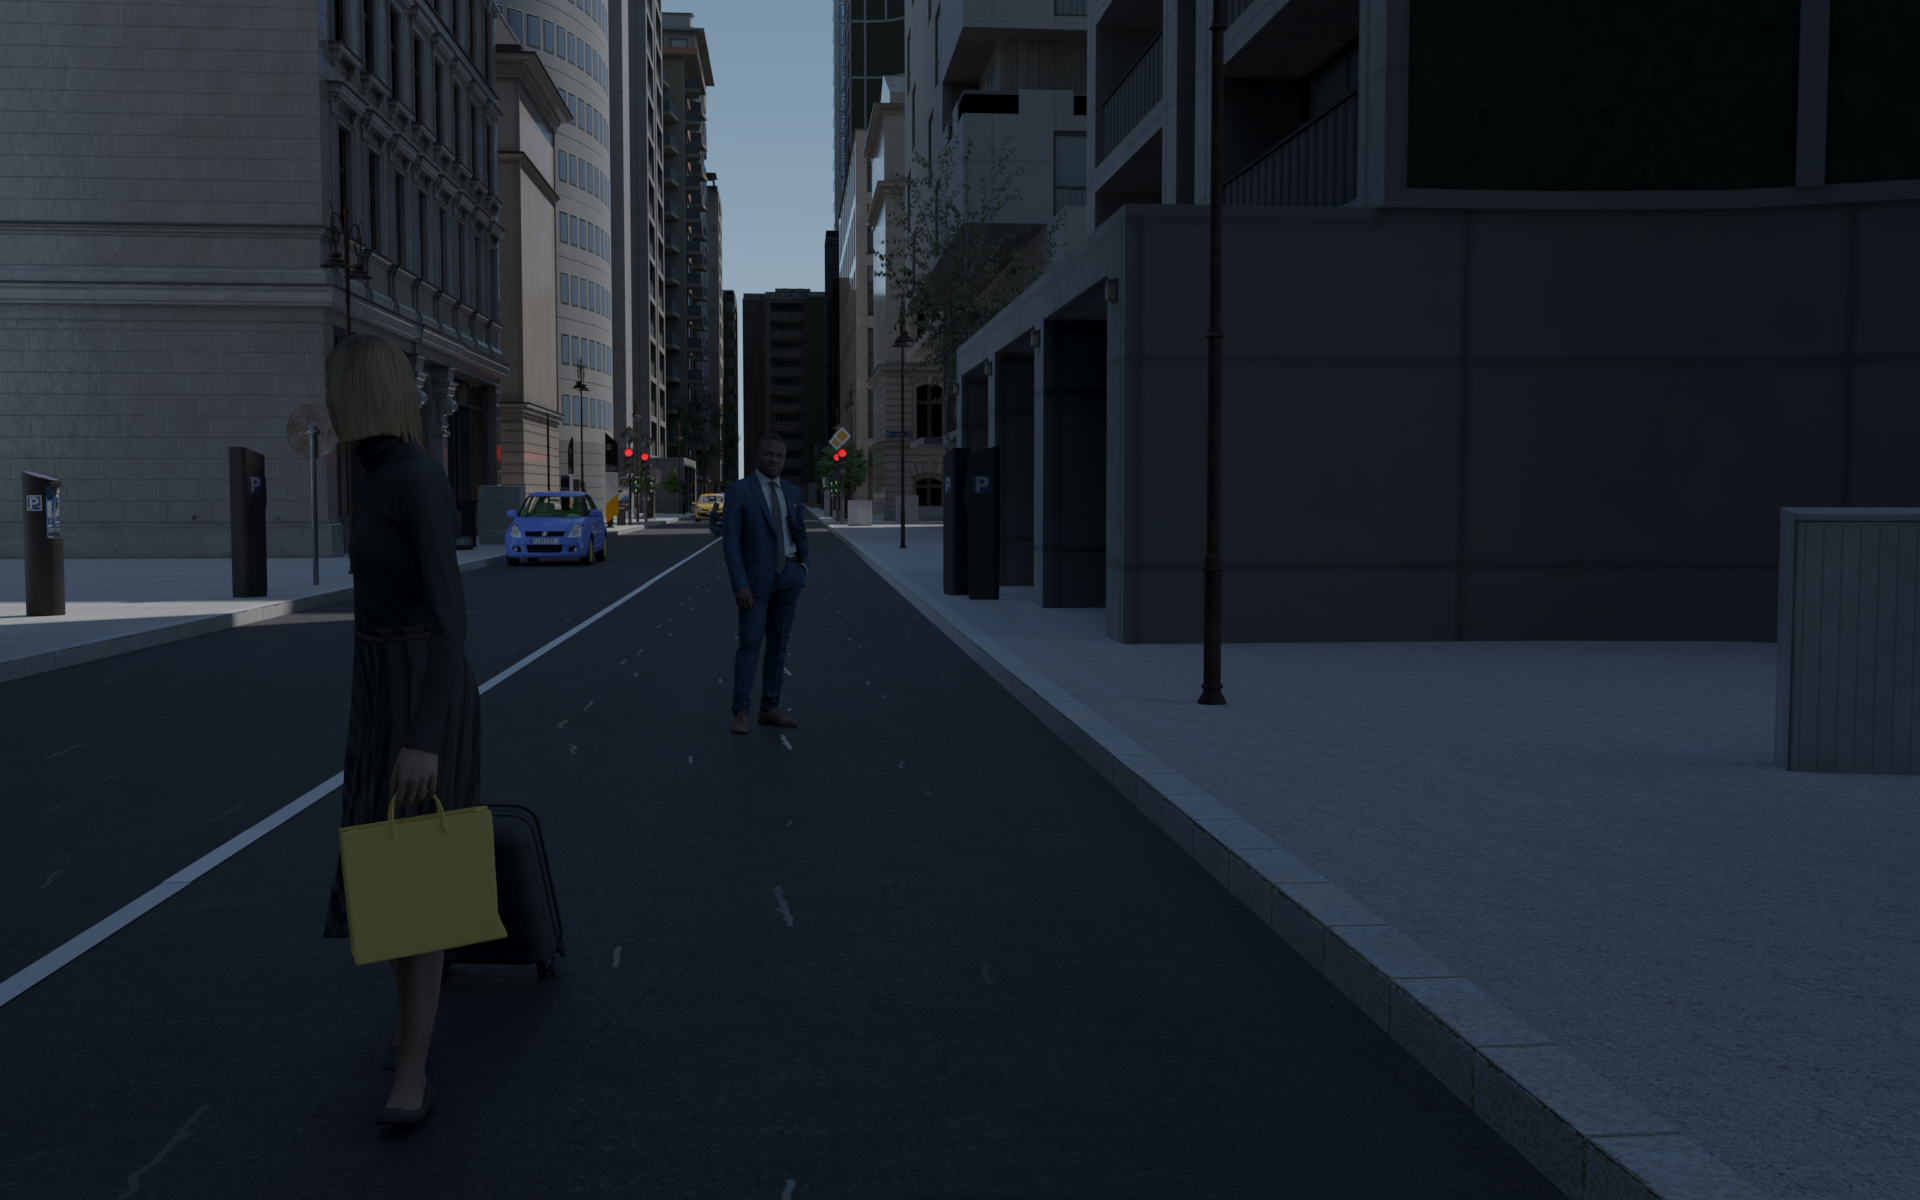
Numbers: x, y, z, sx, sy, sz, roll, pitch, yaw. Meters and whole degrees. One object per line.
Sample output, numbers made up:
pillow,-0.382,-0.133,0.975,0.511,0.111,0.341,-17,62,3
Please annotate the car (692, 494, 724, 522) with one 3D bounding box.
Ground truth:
car,-12.820,-4.853,89.564,2.015,1.641,3.980,0,4,-7

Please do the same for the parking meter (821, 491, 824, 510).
parking meter,-11.123,-8.278,141.061,0.255,1.863,0.399,-3,4,-36

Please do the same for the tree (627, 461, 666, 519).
tree,-16.225,-5.753,88.657,1.663,3.219,1.824,0,3,0

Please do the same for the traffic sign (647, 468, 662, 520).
traffic sign,-15.127,-5.238,85.746,0.768,2.556,0.104,0,4,3

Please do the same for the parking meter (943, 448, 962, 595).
parking meter,-0.041,-1.000,22.063,0.255,1.863,0.399,-1,4,-21

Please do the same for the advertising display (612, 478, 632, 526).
advertising display,-13.803,-3.994,70.523,0.974,1.923,0.123,2,4,26

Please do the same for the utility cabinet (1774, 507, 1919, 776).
utility cabinet,4.354,0.194,7.994,1.020,1.237,0.306,1,4,12

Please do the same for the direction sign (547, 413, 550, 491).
direction sign,-11.555,-3.465,48.645,0.379,3.537,0.876,-1,4,-12

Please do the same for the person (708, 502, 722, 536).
person,-8.166,-2.734,58.706,0.738,1.151,1.012,0,4,-7

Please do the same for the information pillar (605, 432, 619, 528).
information pillar,-13.168,-4.530,65.414,0.504,3.616,0.183,-1,4,-14

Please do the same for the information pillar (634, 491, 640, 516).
information pillar,-18.555,-5.802,99.361,0.304,2.012,0.304,0,4,-4

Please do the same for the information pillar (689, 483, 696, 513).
information pillar,-18.059,-6.879,116.958,0.304,2.012,0.304,-3,4,-37

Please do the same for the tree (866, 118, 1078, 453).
tree,0.151,-5.179,35.047,4.360,8.622,3.978,0,3,0

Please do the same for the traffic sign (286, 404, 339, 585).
traffic sign,-9.100,-1.486,24.399,0.768,2.556,0.104,0,4,0

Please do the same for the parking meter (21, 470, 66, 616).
parking meter,-9.677,-0.604,18.290,0.372,1.533,0.369,0,3,0

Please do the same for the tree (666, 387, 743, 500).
tree,-22.273,-13.136,149.178,8.767,10.594,7.601,2,4,27

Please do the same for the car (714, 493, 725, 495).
car,-14.457,-5.852,105.264,1.945,1.707,3.694,0,4,-6

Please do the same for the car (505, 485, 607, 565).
car,-8.351,-1.611,35.938,1.945,1.707,3.694,0,4,-5

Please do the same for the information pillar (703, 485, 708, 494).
information pillar,-19.987,-8.038,135.907,0.304,2.012,0.304,1,4,21

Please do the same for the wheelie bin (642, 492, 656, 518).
wheelie bin,-16.988,-5.307,94.683,0.693,1.594,0.980,-2,4,-24

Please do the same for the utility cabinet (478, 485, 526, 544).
utility cabinet,-11.535,-2.136,43.608,1.173,1.500,0.318,1,4,15

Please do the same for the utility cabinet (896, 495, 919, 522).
utility cabinet,-2.440,-4.202,79.859,1.020,1.237,0.306,-1,4,-20

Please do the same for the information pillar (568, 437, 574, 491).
information pillar,-16.065,-4.905,71.549,0.183,3.616,0.504,-2,4,-32

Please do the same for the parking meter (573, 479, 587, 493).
parking meter,-15.063,-3.862,68.849,0.399,1.863,0.255,0,4,2

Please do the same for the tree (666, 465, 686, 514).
tree,-18.764,-7.289,113.773,1.663,3.219,1.824,0,3,0

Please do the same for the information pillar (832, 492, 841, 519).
information pillar,-6.267,-5.101,87.888,0.304,2.012,0.304,2,4,30

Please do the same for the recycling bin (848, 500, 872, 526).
recycling bin,-4.039,-3.504,69.848,0.722,1.027,0.722,-3,5,-43

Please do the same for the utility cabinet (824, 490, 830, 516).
utility cabinet,-7.346,-5.476,98.203,0.318,1.500,1.173,-2,4,-25

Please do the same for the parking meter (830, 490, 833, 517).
parking meter,-7.036,-5.365,96.136,0.372,1.533,0.369,0,3,0

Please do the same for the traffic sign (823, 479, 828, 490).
traffic sign,-8.039,-6.306,105.229,0.606,2.300,0.079,0,4,-3

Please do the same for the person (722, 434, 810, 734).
person,-1.209,-0.120,10.650,0.419,1.800,0.721,3,5,44

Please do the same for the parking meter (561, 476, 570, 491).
parking meter,-12.438,-2.990,54.605,0.255,1.863,0.399,-1,4,-9

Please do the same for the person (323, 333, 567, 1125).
person,-1.306,0.261,4.451,0.699,1.804,1.509,0,4,5

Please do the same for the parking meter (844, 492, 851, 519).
parking meter,-5.783,-5.097,89.050,0.399,1.863,0.255,2,4,33

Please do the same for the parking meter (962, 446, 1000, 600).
parking meter,0.273,-0.940,21.078,0.399,1.863,0.255,1,4,10

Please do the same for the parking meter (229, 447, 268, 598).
parking meter,-8.860,-0.970,21.579,0.255,1.863,0.399,1,4,20

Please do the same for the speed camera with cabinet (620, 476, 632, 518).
speed camera with cabinet,-17.601,-5.900,90.798,0.660,3.252,2.038,-1,4,-18
